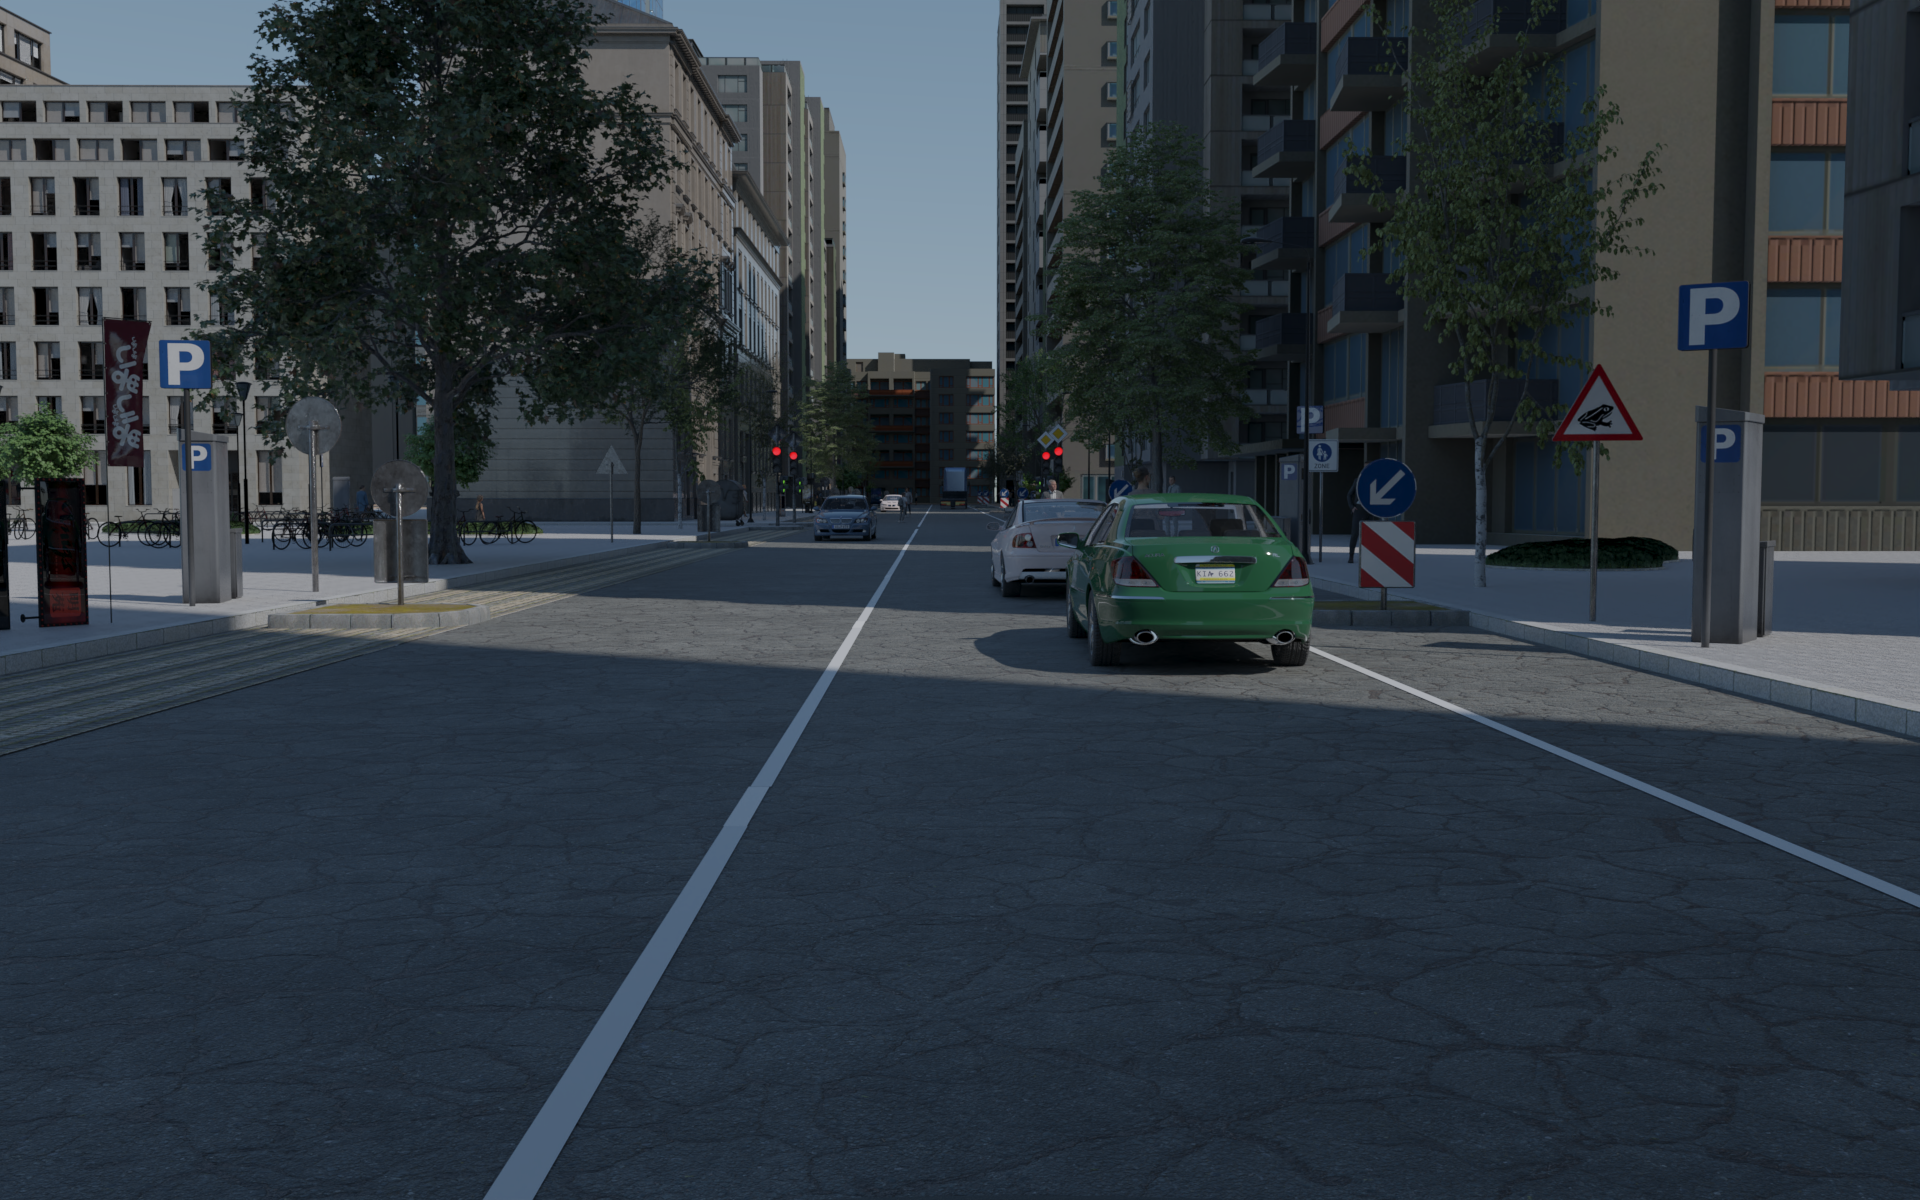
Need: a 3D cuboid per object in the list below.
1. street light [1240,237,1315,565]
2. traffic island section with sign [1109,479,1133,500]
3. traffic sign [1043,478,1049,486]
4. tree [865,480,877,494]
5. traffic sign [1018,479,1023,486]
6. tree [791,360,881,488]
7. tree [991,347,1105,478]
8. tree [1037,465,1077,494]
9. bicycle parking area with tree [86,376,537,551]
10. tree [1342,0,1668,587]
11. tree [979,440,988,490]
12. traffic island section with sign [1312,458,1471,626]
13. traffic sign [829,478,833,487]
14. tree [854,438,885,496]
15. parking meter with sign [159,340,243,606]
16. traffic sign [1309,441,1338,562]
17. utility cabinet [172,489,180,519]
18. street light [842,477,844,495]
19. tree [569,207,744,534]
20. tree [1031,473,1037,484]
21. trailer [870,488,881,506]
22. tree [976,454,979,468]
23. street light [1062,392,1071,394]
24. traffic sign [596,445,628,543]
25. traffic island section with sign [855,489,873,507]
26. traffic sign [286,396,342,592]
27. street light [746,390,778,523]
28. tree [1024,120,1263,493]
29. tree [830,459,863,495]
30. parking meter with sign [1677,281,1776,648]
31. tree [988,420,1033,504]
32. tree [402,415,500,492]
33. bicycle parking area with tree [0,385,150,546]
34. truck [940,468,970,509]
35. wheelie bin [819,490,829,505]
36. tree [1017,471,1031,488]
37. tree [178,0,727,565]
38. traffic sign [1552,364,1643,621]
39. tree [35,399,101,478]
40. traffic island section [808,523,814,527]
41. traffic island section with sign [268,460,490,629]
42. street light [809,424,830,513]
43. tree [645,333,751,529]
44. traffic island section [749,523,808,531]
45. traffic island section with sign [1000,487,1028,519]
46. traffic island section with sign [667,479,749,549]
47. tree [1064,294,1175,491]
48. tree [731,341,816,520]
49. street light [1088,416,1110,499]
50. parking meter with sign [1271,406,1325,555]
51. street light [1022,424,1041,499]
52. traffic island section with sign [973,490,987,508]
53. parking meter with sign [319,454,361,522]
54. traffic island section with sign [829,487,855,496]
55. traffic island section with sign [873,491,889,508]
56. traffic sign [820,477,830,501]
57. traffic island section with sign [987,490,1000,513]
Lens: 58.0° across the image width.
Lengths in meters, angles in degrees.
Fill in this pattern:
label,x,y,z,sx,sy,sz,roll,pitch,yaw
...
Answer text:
label,x,y,z,sx,sy,sz,roll,pitch,yaw
street light,5.769,-3.605,31.484,1.470,5.913,1.316,0,4,-1
traffic island section with sign,4.216,-2.369,47.357,1.989,1.847,2.006,0,4,-1
traffic sign,5.585,-6.609,110.183,0.606,2.300,0.079,0,4,7
tree,-11.940,-14.373,229.600,1.663,3.219,1.824,0,3,0
traffic sign,5.417,-9.138,149.508,0.768,2.556,0.104,0,4,7
tree,-10.526,-13.951,146.231,7.486,12.596,7.792,0,3,0
tree,6.013,-11.961,121.320,9.928,11.665,9.643,0,3,0
tree,5.849,-6.533,101.417,1.663,3.219,1.824,0,3,0
bicycle parking area with tree,-15.866,-3.443,43.298,8.231,4.147,9.016,3,5,40
tree,7.172,-4.472,23.483,4.737,8.622,4.395,0,3,0
tree,4.551,-14.324,184.563,4.360,8.622,3.978,0,3,0
traffic island section with sign,4.565,-0.682,19.784,1.989,1.847,2.006,0,4,-1
traffic sign,-10.210,-8.198,134.139,0.768,2.556,0.104,0,4,3
tree,-10.949,-15.294,200.415,4.737,8.622,4.395,0,3,0
parking meter with sign,-8.925,-1.483,20.512,0.543,3.016,1.738,-1,4,-11
traffic sign,6.764,-1.854,32.442,0.606,2.300,0.079,0,4,0
utility cabinet,-31.001,-3.726,69.591,1.173,1.500,0.318,1,4,10
street light,-9.720,-10.965,151.822,1.470,5.913,1.316,0,4,-1
tree,-10.153,-7.416,55.662,8.767,10.594,7.601,3,5,41
tree,5.810,-7.201,112.338,1.663,3.219,1.824,0,3,0
trailer,-8.161,-9.868,168.393,1.471,1.999,3.904,0,4,-2
tree,4.286,-16.644,222.493,4.360,8.622,3.978,0,3,0
street light,5.309,-6.482,78.520,1.470,5.913,1.316,0,4,-1
traffic sign,-9.180,-2.790,45.614,0.884,2.594,0.081,1,4,9
traffic island section with sign,-7.730,-7.425,130.028,1.989,1.847,2.006,0,4,-1
traffic sign,-8.448,-1.378,22.631,0.768,2.556,0.104,0,4,7
street light,-8.849,-6.420,77.509,1.470,5.913,1.316,0,4,-1
tree,5.737,-8.277,53.463,7.486,12.596,7.792,0,3,0
tree,-10.775,-10.843,160.993,4.285,4.588,4.351,0,3,0
parking meter with sign,6.712,-1.150,15.056,0.543,3.016,1.738,3,4,36
tree,5.314,-13.186,165.958,4.360,8.622,3.978,0,3,0
tree,-17.903,-4.734,61.117,4.285,4.588,4.351,0,3,0
bicycle parking area with tree,-27.882,-3.559,45.193,8.231,4.147,9.016,1,4,12
truck,-0.549,-11.078,170.877,2.967,4.110,18.799,0,4,1
wheelie bin,-10.007,-7.390,128.727,0.980,1.594,0.693,-1,4,-10
tree,5.166,-8.512,133.777,1.663,3.219,1.824,0,3,0
tree,-9.412,-7.011,31.642,9.611,12.733,9.660,0,3,0
traffic sign,6.382,-1.064,17.397,0.884,2.594,0.081,0,4,5
tree,-31.576,-4.645,59.666,4.285,4.588,4.351,0,3,0
traffic island section,-7.401,-3.358,77.187,2.009,0.180,2.903,0,4,-1
traffic island section with sign,-6.348,-0.650,19.253,1.989,1.847,2.006,0,4,-1
street light,-9.341,-8.710,114.942,1.470,5.913,1.316,0,4,-1
tree,-10.102,-6.933,63.712,4.737,8.622,4.395,0,3,0
traffic island section,-7.302,-2.870,69.203,2.009,0.180,2.903,0,4,-1
traffic island section with sign,3.555,-5.706,101.918,1.989,1.847,2.006,0,4,-1
traffic island section with sign,-6.693,-2.298,46.206,1.989,1.847,2.006,0,4,-1
tree,5.963,-6.780,61.216,4.360,8.622,3.978,0,3,0
tree,-9.339,-8.190,84.275,4.360,8.622,3.978,0,3,0
street light,5.384,-5.879,68.658,1.470,5.913,1.316,0,4,-1
parking meter with sign,6.485,-2.284,33.608,0.543,3.016,1.738,2,4,32
street light,4.829,-8.738,115.399,1.470,5.913,1.316,0,4,-1
traffic island section with sign,2.585,-10.425,179.068,1.989,1.847,2.006,0,4,-1
parking meter with sign,-27.313,-4.908,76.509,1.738,3.016,0.543,-1,4,-13
traffic island section with sign,-7.390,-5.748,102.612,1.989,1.847,2.006,0,4,-1
traffic island section with sign,-8.331,-10.444,179.390,1.989,1.847,2.006,0,4,-1
traffic sign,-10.000,-7.832,128.166,0.768,2.556,0.104,0,4,5
traffic island section with sign,3.197,-7.405,129.693,1.989,1.847,2.006,0,4,-1
